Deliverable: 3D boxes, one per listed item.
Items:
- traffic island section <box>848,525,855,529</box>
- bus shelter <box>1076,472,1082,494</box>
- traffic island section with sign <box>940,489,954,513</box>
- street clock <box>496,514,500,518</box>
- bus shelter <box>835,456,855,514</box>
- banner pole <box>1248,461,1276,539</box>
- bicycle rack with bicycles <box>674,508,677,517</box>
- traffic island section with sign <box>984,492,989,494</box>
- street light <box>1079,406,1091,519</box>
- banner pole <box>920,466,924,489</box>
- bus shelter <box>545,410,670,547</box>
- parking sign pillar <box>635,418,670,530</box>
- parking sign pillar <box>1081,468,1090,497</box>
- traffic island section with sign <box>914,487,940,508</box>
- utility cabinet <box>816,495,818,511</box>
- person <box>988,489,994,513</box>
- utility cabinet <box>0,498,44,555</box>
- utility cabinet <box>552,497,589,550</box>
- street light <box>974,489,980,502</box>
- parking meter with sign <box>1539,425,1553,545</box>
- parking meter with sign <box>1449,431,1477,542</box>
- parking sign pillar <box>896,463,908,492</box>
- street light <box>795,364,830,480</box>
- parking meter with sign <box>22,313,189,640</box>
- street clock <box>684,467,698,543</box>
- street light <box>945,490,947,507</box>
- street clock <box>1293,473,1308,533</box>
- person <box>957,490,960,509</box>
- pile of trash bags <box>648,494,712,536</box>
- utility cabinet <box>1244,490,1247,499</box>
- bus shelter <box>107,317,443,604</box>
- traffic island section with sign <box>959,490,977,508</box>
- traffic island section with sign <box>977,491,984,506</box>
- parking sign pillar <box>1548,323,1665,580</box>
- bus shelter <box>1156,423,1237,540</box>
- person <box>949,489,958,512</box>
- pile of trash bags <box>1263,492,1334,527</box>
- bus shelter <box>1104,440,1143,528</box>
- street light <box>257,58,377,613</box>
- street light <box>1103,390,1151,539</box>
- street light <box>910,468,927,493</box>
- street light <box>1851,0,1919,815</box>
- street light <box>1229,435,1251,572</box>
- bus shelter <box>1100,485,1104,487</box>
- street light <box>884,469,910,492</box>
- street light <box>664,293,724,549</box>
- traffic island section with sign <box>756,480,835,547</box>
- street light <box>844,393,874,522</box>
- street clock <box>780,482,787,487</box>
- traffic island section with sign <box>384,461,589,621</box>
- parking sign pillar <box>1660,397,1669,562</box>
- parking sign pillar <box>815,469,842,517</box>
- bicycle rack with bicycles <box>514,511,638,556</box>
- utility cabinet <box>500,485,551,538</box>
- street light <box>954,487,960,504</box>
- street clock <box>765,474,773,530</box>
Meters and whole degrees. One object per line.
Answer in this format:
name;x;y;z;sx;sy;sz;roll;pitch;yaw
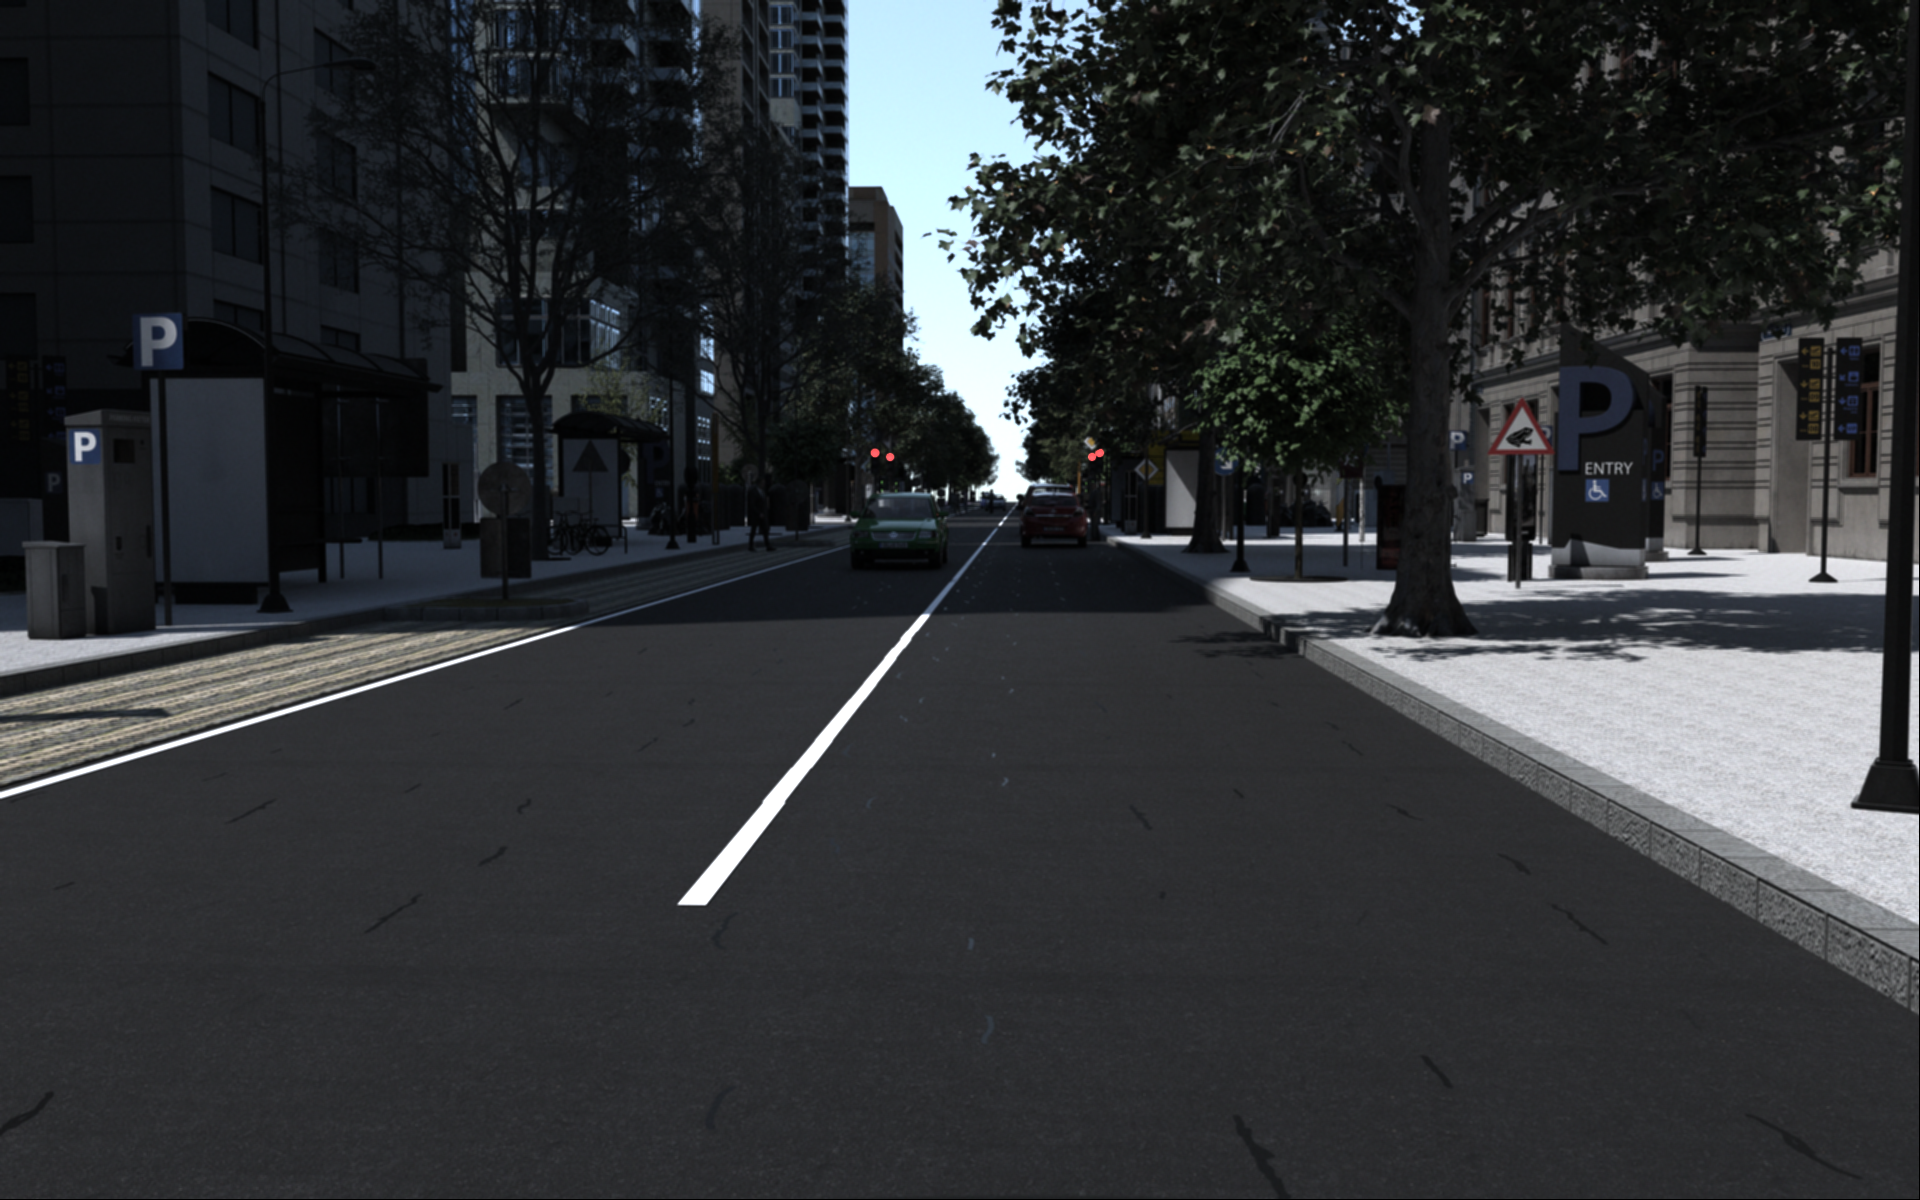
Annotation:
traffic island section;-3.515;-3.039;71.962;2.009;0.180;2.903;0;4;2
bus shelter;11.042;-9.576;150.483;2.014;3.302;5.546;0;4;2
traffic island section with sign;-1.349;-7.409;129.767;1.989;1.847;2.006;0;4;2
street clock;-15.692;-3.330;59.021;0.471;2.002;0.358;-3;4;-38
bus shelter;-6.984;-7.165;108.430;1.731;3.624;6.357;0;4;2
banner pole;8.728;-3.669;50.008;0.863;3.779;0.401;2;4;27
bicycle rack with bicycles;-10.794;-3.193;65.593;2.925;0.926;2.852;-1;4;-19
traffic island section with sign;3.584;-15.448;261.200;1.989;1.847;2.006;0;4;2
street light;5.506;-6.046;71.398;1.470;5.913;1.316;0;4;2
banner pole;-3.066;-9.134;139.363;0.401;3.779;0.863;-2;4;-24
bus shelter;-8.941;-3.103;44.658;2.014;3.302;5.546;0;4;2
parking sign pillar;-10.892;-4.493;61.938;1.447;3.967;1.447;3;5;42
parking sign pillar;10.032;-8.976;135.229;1.447;3.967;1.447;-3;5;-39
traffic island section with sign;-2.357;-5.762;102.830;1.989;1.847;2.006;0;4;2
utility cabinet;-10.612;-7.101;127.261;0.306;1.237;1.020;0;4;-2
person;2.312;-7.384;129.412;0.473;1.802;0.592;2;4;23
utility cabinet;-14.372;-0.939;26.515;1.020;1.237;0.306;2;4;34
utility cabinet;-8.965;-1.758;39.909;1.020;1.237;0.306;3;5;41
street light;2.166;-17.715;262.183;1.470;5.913;1.316;0;4;2
parking meter with sign;15.078;-2.876;43.288;0.543;3.016;1.738;-1;4;-19
parking meter with sign;13.630;-3.096;46.880;0.543;3.016;1.738;0;4;2
parking sign pillar;-4.661;-8.830;132.845;1.447;3.967;1.447;-1;4;-22
street light;-5.321;-5.469;61.967;1.470;5.913;1.316;0;4;2
parking meter with sign;-7.874;-1.207;15.988;0.543;3.016;1.738;1;4;11
street clock;-7.082;-2.514;45.668;0.358;2.002;0.471;-2;4;-29
street light;-1.735;-11.236;156.253;1.470;5.913;1.316;0;4;2
street clock;11.126;-3.187;56.684;0.471;2.002;0.358;0;4;6
person;-0.221;-9.384;161.951;0.705;1.821;1.348;0;4;-6
pile of trash bags;-8.575;-2.701;53.917;1.912;1.369;3.447;-1;4;-19
utility cabinet;17.465;-5.801;103.523;1.173;1.500;0.318;1;4;22
bus shelter;-8.644;-1.754;22.599;2.014;3.302;5.546;0;4;2
traffic island section with sign;0.513;-10.436;179.252;1.989;1.847;2.006;0;4;2
traffic island section with sign;1.537;-12.092;206.333;1.989;1.847;2.006;0;4;2
parking sign pillar;9.754;-2.318;26.373;1.447;3.967;1.447;2;4;32
bus shelter;6.919;-3.458;50.465;2.014;3.302;5.546;0;4;2
person;-0.532;-7.664;133.784;0.713;1.824;0.794;-1;4;-21
pile of trash bags;12.910;-3.514;67.202;3.447;1.369;1.912;-3;5;-45
bus shelter;6.408;-4.264;63.643;2.014;3.302;5.546;0;4;2
street light;-6.905;-2.818;18.619;1.470;5.913;1.316;0;4;2
street light;4.842;-4.732;49.913;1.470;5.913;1.316;0;4;2
street light;-3.034;-9.218;123.253;1.470;5.913;1.316;0;4;2
street light;3.284;-2.105;6.952;1.470;5.913;1.316;0;4;2
street light;4.084;-3.418;28.432;1.470;5.913;1.316;0;4;2
bus shelter;9.384;-7.259;109.970;1.731;3.624;6.357;0;4;2
street light;-3.856;-7.904;101.774;1.470;5.913;1.316;0;4;2
street light;-6.148;-4.132;40.100;1.470;5.913;1.316;0;4;2
traffic island section with sign;-4.446;-2.364;47.279;1.989;1.847;2.006;0;4;2
street light;-4.634;-6.566;79.890;1.470;5.913;1.316;0;4;2
street clock;-8.406;-4.834;83.613;0.471;2.002;0.358;1;4;13
traffic island section with sign;-5.463;-0.716;20.343;1.989;1.847;2.006;0;4;2
parking sign pillar;12.857;-2.736;33.205;1.447;3.967;1.447;-2;4;-28
parking sign pillar;-7.311;-6.631;96.895;1.447;3.967;1.447;-1;4;-16
bicycle rack with bicycles;-8.402;-1.445;37.015;2.925;0.926;2.852;3;4;39
utility cabinet;-10.694;-2.075;42.605;1.173;1.500;0.318;-2;4;-33
street light;-0.997;-12.566;177.991;1.470;5.913;1.316;0;4;2
street clock;-6.881;-3.484;61.533;0.358;2.002;0.471;2;4;30
